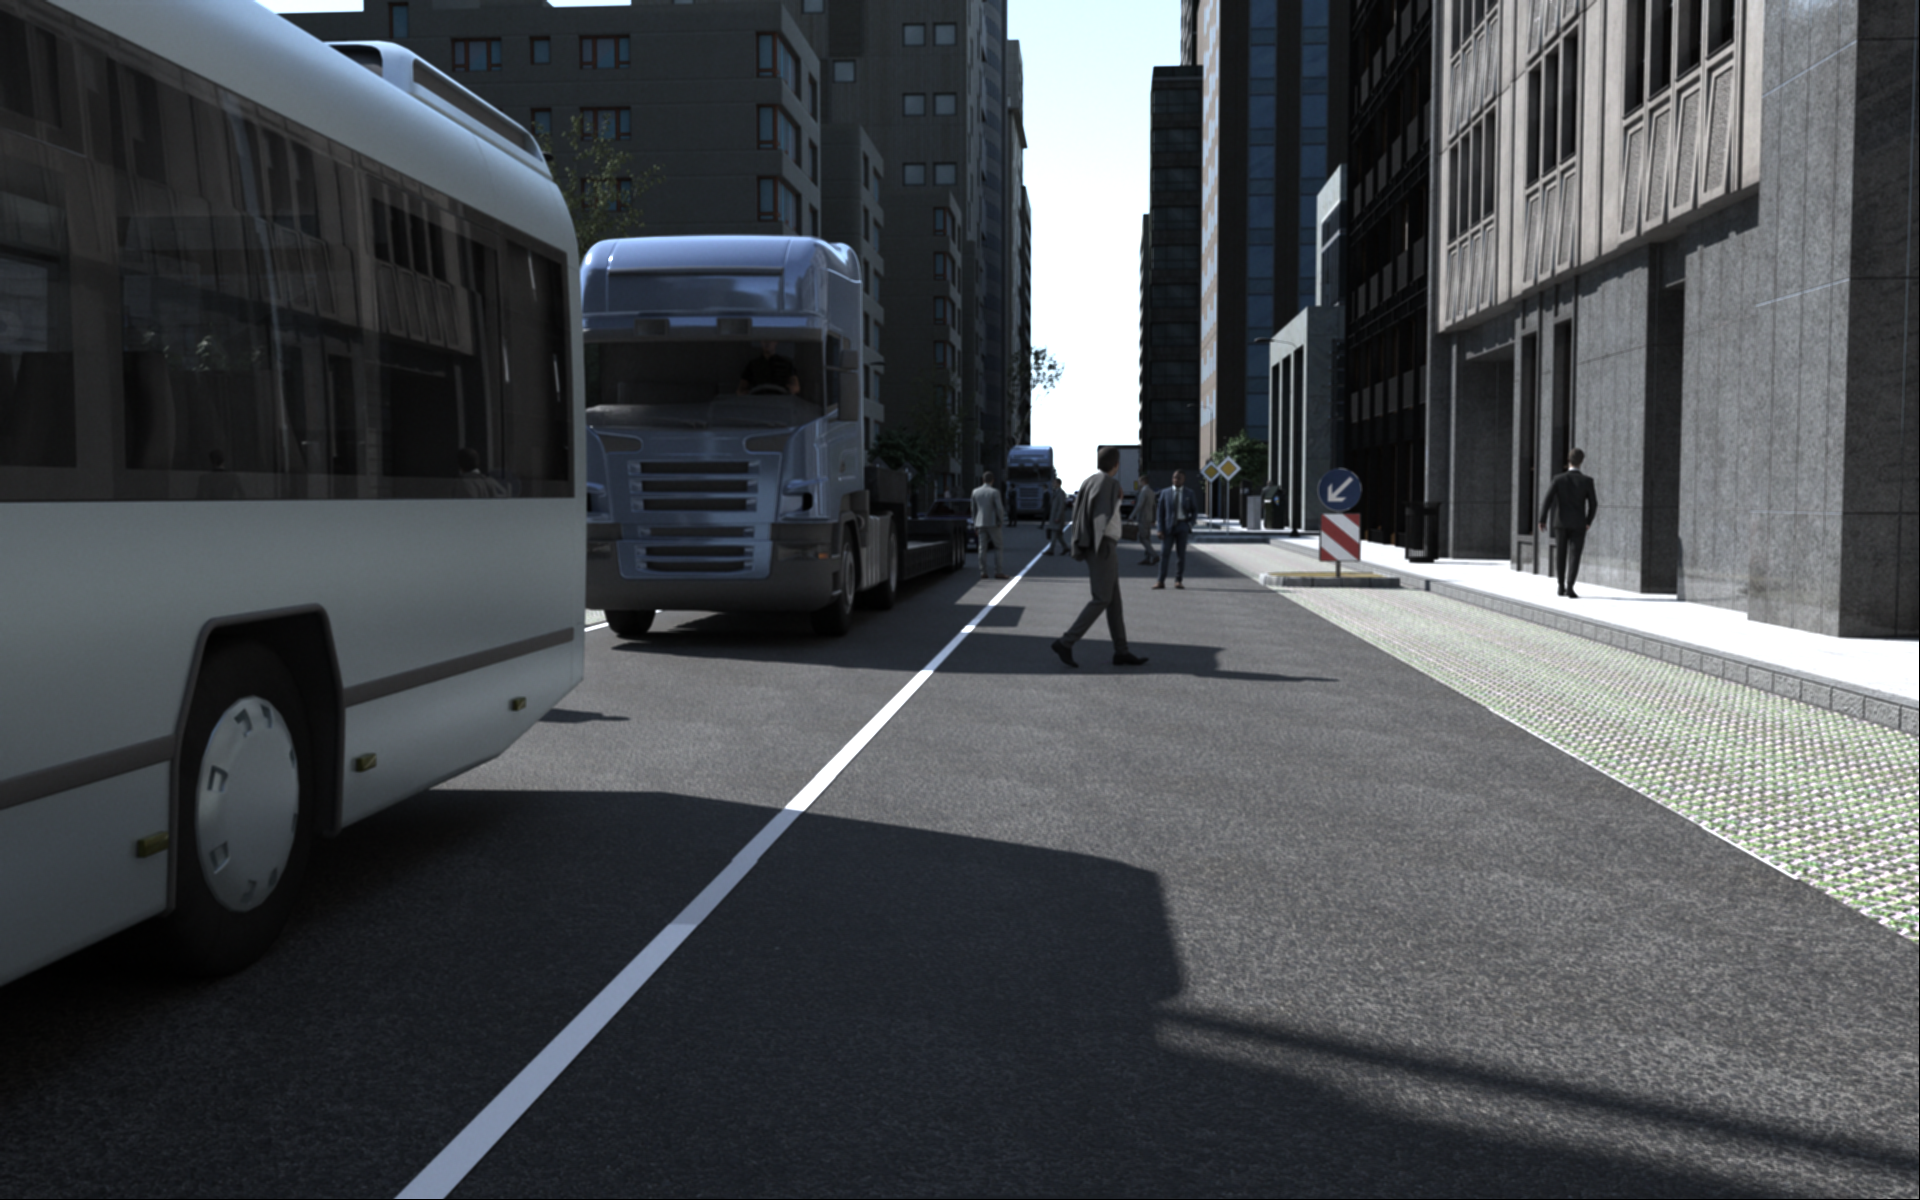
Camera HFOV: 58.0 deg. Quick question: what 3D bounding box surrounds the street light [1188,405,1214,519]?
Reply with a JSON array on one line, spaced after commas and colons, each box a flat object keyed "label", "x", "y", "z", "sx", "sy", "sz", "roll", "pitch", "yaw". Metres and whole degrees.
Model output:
[{"label": "street light", "x": 12.507, "y": -7.183, "z": 89.985, "sx": 1.470, "sy": 5.913, "sz": 1.316, "roll": 0, "pitch": 4, "yaw": 5}]

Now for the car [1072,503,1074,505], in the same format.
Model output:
[{"label": "car", "x": 6.432, "y": -4.328, "z": 83.131, "sx": 2.083, "sy": 1.381, "sz": 4.827, "roll": 0, "pitch": 4, "yaw": 5}]

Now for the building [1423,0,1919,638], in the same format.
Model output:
[{"label": "building", "x": 14.622, "y": -12.605, "z": 24.110, "sx": 12.078, "sy": 24.808, "sz": 19.932, "roll": 0, "pitch": 4, "yaw": 5}]

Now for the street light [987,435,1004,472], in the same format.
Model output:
[{"label": "street light", "x": 2.743, "y": -10.054, "z": 136.924, "sx": 1.470, "sy": 5.913, "sz": 1.316, "roll": 0, "pitch": 4, "yaw": 5}]

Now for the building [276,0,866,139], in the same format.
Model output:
[{"label": "building", "x": -18.892, "y": -14.163, "z": 76.600, "sx": 27.650, "sy": 21.520, "sz": 28.899, "roll": 0, "pitch": 4, "yaw": 5}]

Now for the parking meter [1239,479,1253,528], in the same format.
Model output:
[{"label": "parking meter", "x": 10.885, "y": -3.662, "z": 65.582, "sx": 0.399, "sy": 1.863, "sz": 0.255, "roll": 2, "pitch": 4, "yaw": 26}]

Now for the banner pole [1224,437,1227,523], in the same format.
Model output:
[{"label": "banner pole", "x": 11.669, "y": -5.267, "z": 76.130, "sx": 0.401, "sy": 3.779, "sz": 0.863, "roll": 1, "pitch": 4, "yaw": 13}]

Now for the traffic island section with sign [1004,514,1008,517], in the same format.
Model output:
[{"label": "traffic island section with sign", "x": 2.077, "y": -6.219, "z": 110.305, "sx": 1.989, "sy": 1.847, "sz": 2.006, "roll": 0, "pitch": 4, "yaw": 5}]

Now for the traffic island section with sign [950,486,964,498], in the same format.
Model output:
[{"label": "traffic island section with sign", "x": -0.099, "y": -4.559, "z": 83.165, "sx": 1.989, "sy": 1.847, "sz": 2.006, "roll": 0, "pitch": 4, "yaw": 5}]

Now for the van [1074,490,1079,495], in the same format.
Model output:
[{"label": "van", "x": 19.775, "y": -17.241, "z": 286.268, "sx": 2.240, "sy": 2.365, "sz": 5.245, "roll": 0, "pitch": 4, "yaw": 6}]

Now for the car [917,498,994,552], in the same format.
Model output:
[{"label": "car", "x": -0.067, "y": -1.919, "z": 43.955, "sx": 1.945, "sy": 1.354, "sz": 3.894, "roll": 0, "pitch": 4, "yaw": 5}]

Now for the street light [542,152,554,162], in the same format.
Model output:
[{"label": "street light", "x": -6.204, "y": -3.129, "z": 23.695, "sx": 1.470, "sy": 5.913, "sz": 1.316, "roll": 0, "pitch": 4, "yaw": 5}]

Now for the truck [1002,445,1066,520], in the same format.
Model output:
[{"label": "truck", "x": 4.585, "y": -6.842, "z": 101.629, "sx": 2.967, "sy": 4.110, "sz": 18.799, "roll": 0, "pitch": 4, "yaw": 6}]

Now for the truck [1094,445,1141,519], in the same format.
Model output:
[{"label": "truck", "x": 9.428, "y": -7.024, "z": 103.752, "sx": 2.839, "sy": 4.237, "sz": 11.283, "roll": 0, "pitch": 4, "yaw": 4}]

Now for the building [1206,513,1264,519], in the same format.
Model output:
[{"label": "building", "x": 20.586, "y": -27.166, "z": 94.269, "sx": 14.600, "sy": 45.320, "sz": 14.200, "roll": 0, "pitch": 4, "yaw": 5}]

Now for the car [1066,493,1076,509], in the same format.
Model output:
[{"label": "car", "x": 10.026, "y": -9.459, "z": 163.694, "sx": 2.155, "sy": 1.783, "sz": 4.494, "roll": 0, "pitch": 4, "yaw": 6}]

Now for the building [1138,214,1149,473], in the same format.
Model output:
[{"label": "building", "x": 40.021, "y": -40.226, "z": 281.402, "sx": 21.300, "sy": 48.544, "sz": 21.600, "roll": 0, "pitch": 4, "yaw": 5}]

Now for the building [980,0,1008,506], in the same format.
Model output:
[{"label": "building", "x": -6.335, "y": -38.917, "z": 178.289, "sx": 21.231, "sy": 58.520, "sz": 28.212, "roll": 0, "pitch": 4, "yaw": 5}]

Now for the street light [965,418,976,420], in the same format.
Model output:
[{"label": "street light", "x": 0.268, "y": -8.163, "z": 106.004, "sx": 1.470, "sy": 5.913, "sz": 1.316, "roll": 0, "pitch": 4, "yaw": 5}]

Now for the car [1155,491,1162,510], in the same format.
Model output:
[{"label": "car", "x": 12.203, "y": -5.846, "z": 105.374, "sx": 2.009, "sy": 1.686, "sz": 4.222, "roll": 0, "pitch": 4, "yaw": 5}]

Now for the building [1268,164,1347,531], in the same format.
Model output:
[{"label": "building", "x": 28.225, "y": -46.134, "z": 66.956, "sx": 31.000, "sy": 86.520, "sz": 22.319, "roll": 0, "pitch": 4, "yaw": 5}]

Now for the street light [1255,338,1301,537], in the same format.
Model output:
[{"label": "street light", "x": 9.475, "y": -4.841, "z": 51.688, "sx": 1.470, "sy": 5.913, "sz": 1.316, "roll": 0, "pitch": 4, "yaw": 5}]

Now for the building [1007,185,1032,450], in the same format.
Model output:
[{"label": "building", "x": -0.431, "y": -38.819, "z": 258.389, "sx": 21.300, "sy": 48.544, "sz": 21.600, "roll": 0, "pitch": 4, "yaw": 5}]

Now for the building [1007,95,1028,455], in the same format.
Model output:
[{"label": "building", "x": -5.700, "y": -39.441, "z": 234.102, "sx": 28.713, "sy": 52.752, "sz": 27.495, "roll": 0, "pitch": 4, "yaw": 5}]

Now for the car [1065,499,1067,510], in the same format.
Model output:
[{"label": "car", "x": 8.604, "y": -8.748, "z": 155.387, "sx": 2.083, "sy": 1.381, "sz": 4.827, "roll": 0, "pitch": 4, "yaw": 5}]

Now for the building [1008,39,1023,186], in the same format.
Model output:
[{"label": "building", "x": 1.950, "y": -51.400, "z": 278.642, "sx": 20.563, "sy": 71.187, "sz": 20.611, "roll": 0, "pitch": 4, "yaw": 5}]

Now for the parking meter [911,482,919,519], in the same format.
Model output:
[{"label": "parking meter", "x": -2.098, "y": -4.579, "z": 80.577, "sx": 0.255, "sy": 1.863, "sz": 0.399, "roll": 1, "pitch": 4, "yaw": 17}]

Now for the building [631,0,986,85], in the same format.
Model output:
[{"label": "building", "x": -11.782, "y": -34.304, "z": 150.115, "sx": 28.713, "sy": 52.752, "sz": 27.495, "roll": 0, "pitch": 4, "yaw": 5}]

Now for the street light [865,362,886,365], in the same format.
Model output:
[{"label": "street light", "x": -3.285, "y": -5.404, "z": 60.901, "sx": 1.470, "sy": 5.913, "sz": 1.316, "roll": 0, "pitch": 4, "yaw": 5}]

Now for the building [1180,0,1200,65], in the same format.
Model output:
[{"label": "building", "x": 33.421, "y": -46.402, "z": 196.921, "sx": 20.563, "sy": 71.187, "sz": 20.611, "roll": 0, "pitch": 4, "yaw": 5}]

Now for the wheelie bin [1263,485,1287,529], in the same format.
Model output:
[{"label": "wheelie bin", "x": 11.464, "y": -3.367, "z": 62.960, "sx": 0.693, "sy": 1.594, "sz": 0.980, "roll": -1, "pitch": 4, "yaw": -17}]

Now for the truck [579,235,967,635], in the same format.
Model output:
[{"label": "truck", "x": -1.785, "y": -2.127, "z": 24.534, "sx": 2.967, "sy": 4.110, "sz": 18.799, "roll": 0, "pitch": 4, "yaw": 4}]

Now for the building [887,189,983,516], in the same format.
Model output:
[{"label": "building", "x": -13.217, "y": -16.442, "z": 113.863, "sx": 27.650, "sy": 21.520, "sz": 28.899, "roll": 0, "pitch": 4, "yaw": 5}]

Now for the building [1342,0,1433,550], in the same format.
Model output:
[{"label": "building", "x": 16.742, "y": -12.979, "z": 41.891, "sx": 12.332, "sy": 23.373, "sz": 15.834, "roll": 0, "pitch": 4, "yaw": 5}]

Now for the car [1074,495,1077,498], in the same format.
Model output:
[{"label": "car", "x": 16.316, "y": -14.411, "z": 247.987, "sx": 2.083, "sy": 1.381, "sz": 4.827, "roll": 0, "pitch": 4, "yaw": 5}]

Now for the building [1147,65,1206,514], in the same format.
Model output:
[{"label": "building", "x": 20.070, "y": -21.310, "z": 120.113, "sx": 14.160, "sy": 30.474, "sz": 14.107, "roll": 0, "pitch": 4, "yaw": 5}]
